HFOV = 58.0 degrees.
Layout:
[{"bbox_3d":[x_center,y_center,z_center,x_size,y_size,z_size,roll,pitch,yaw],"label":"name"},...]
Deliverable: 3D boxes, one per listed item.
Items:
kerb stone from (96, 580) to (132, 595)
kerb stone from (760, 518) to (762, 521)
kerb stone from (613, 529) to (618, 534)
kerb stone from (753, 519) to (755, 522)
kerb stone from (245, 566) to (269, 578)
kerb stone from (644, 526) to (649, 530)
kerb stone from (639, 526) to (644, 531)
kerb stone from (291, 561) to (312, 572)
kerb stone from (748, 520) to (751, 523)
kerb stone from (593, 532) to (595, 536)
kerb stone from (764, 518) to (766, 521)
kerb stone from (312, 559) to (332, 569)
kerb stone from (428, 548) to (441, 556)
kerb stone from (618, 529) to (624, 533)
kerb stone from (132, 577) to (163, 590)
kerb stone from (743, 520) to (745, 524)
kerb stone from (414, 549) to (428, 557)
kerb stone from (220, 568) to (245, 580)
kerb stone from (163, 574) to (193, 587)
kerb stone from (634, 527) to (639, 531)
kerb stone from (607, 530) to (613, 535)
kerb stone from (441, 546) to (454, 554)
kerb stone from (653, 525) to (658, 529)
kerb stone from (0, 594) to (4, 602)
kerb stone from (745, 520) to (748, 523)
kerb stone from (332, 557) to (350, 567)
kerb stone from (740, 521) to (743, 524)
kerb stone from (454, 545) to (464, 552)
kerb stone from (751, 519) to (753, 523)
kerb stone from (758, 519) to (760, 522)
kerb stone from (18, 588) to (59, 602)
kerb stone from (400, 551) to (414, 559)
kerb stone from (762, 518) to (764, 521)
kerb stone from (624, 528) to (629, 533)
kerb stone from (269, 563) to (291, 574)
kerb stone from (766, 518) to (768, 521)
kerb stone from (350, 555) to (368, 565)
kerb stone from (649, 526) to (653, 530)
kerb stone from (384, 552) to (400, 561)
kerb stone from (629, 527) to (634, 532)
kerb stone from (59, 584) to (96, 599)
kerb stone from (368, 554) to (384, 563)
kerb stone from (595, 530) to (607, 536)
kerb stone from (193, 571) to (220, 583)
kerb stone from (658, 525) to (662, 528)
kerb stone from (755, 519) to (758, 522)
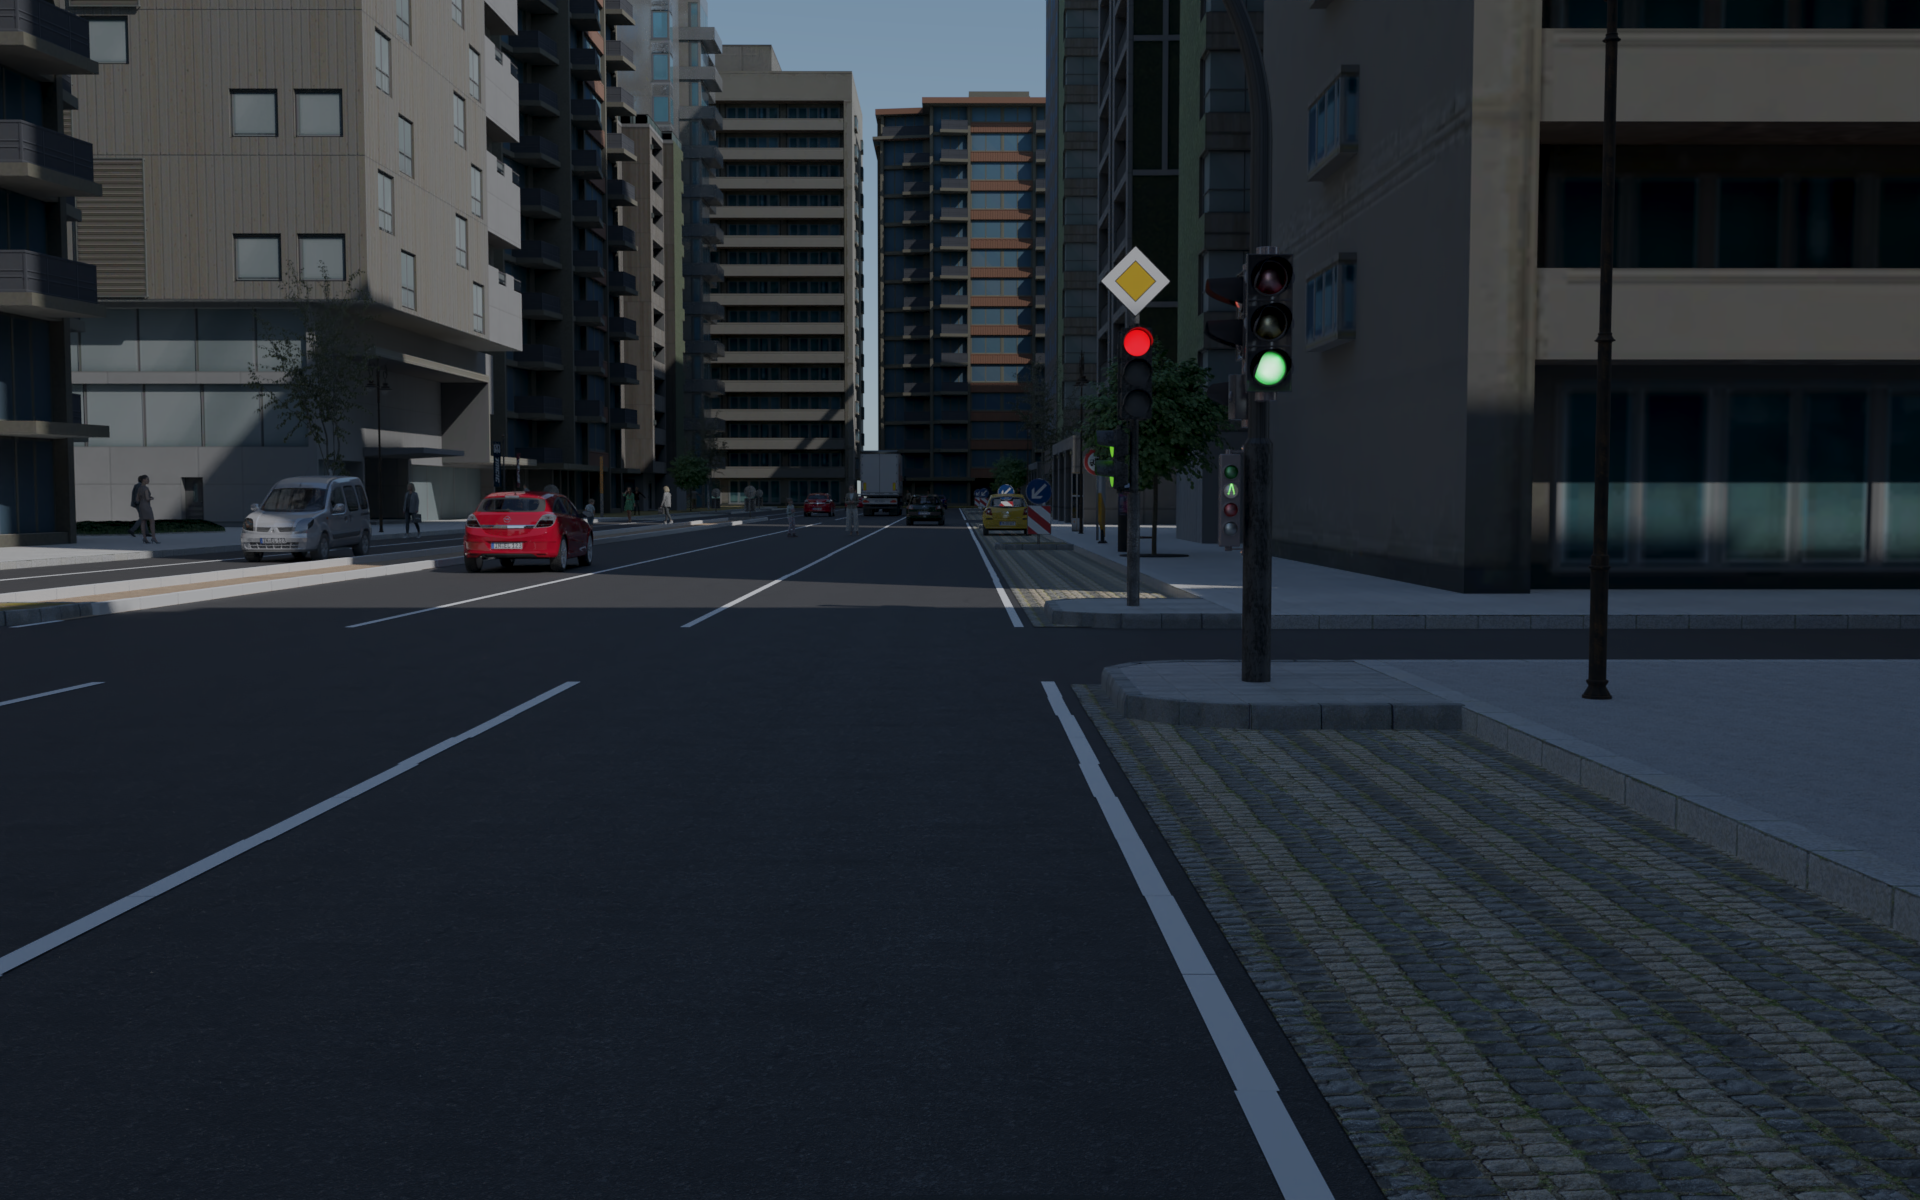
[{"bbox_3d":[-12.291,-0.171,24.994,0.120,0.150,1.000,0,4,0],"label":"kerb stone"},{"bbox_3d":[-10.482,-4.122,89.596,0.120,0.150,1.000,0,4,0],"label":"kerb stone"},{"bbox_3d":[-12.460,-2.430,61.920,0.120,0.150,1.000,0,4,0],"label":"kerb stone"},{"bbox_3d":[-10.465,-3.934,86.511,0.120,0.150,1.000,0,4,0],"label":"kerb stone"},{"bbox_3d":[-12.320,-0.484,30.125,0.120,0.150,1.000,0,4,0],"label":"kerb stone"},{"bbox_3d":[-12.482,-2.805,68.074,0.120,0.150,1.000,0,4,0],"label":"kerb stone"},{"bbox_3d":[-12.478,-2.739,67.052,0.120,0.150,1.000,0,4,0],"label":"kerb stone"},{"bbox_3d":[-12.324,-0.610,32.174,0.120,0.150,1.000,0,4,0],"label":"kerb stone"},{"bbox_3d":[-10.457,-3.809,84.467,0.120,0.150,1.000,0,4,0],"label":"kerb stone"},{"bbox_3d":[-12.436,-2.180,57.831,0.120,0.150,1.000,0,4,0],"label":"kerb stone"},{"bbox_3d":[-10.488,-4.248,91.649,0.120,0.150,1.000,0,4,0],"label":"kerb stone"},{"bbox_3d":[-12.333,-0.669,33.204,0.120,0.150,1.000,0,4,0],"label":"kerb stone"},{"bbox_3d":[-12.363,-1.113,40.390,0.120,0.150,1.000,0,4,0],"label":"kerb stone"},{"bbox_3d":[-12.452,-2.492,62.947,0.120,0.150,1.000,0,4,0],"label":"kerb stone"},{"bbox_3d":[-12.298,-0.234,26.017,0.120,0.150,1.000,0,4,0],"label":"kerb stone"},{"bbox_3d":[-10.455,-3.684,82.422,0.120,0.150,1.000,0,4,0],"label":"kerb stone"},{"bbox_3d":[-12.359,-1.047,39.359,0.120,0.150,1.000,0,4,0],"label":"kerb stone"},{"bbox_3d":[-12.315,-0.422,29.090,0.120,0.150,1.000,0,4,0],"label":"kerb stone"},{"bbox_3d":[-12.300,-0.294,27.039,0.120,0.150,1.000,0,4,0],"label":"kerb stone"},{"bbox_3d":[-12.476,-2.681,66.026,0.120,0.150,1.000,0,4,0],"label":"kerb stone"},{"bbox_3d":[-12.455,-2.367,60.898,0.120,0.150,1.000,0,4,0],"label":"kerb stone"},{"bbox_3d":[-12.375,-1.176,41.425,0.120,0.150,1.000,0,4,0],"label":"kerb stone"},{"bbox_3d":[-12.493,-2.931,70.118,0.120,0.150,1.000,0,4,0],"label":"kerb stone"},{"bbox_3d":[-12.279,0.019,21.907,0.120,0.150,1.000,0,4,0],"label":"kerb stone"},{"bbox_3d":[-10.457,-3.746,83.444,0.120,0.150,1.000,0,4,0],"label":"kerb stone"},{"bbox_3d":[-12.345,-0.736,34.235,0.120,0.150,1.000,0,4,0],"label":"kerb stone"},{"bbox_3d":[-10.445,-3.621,81.398,0.120,0.150,1.000,0,4,0],"label":"kerb stone"},{"bbox_3d":[-12.373,-1.239,42.447,0.120,0.150,1.000,0,4,0],"label":"kerb stone"},{"bbox_3d":[-10.461,-3.871,85.489,0.120,0.150,1.000,0,4,0],"label":"kerb stone"},{"bbox_3d":[-10.475,-4.056,88.569,0.120,0.150,1.000,0,4,0],"label":"kerb stone"},{"bbox_3d":[-12.286,-0.044,22.930,0.120,0.150,1.000,0,4,0],"label":"kerb stone"},{"bbox_3d":[-12.355,-0.987,38.336,0.120,0.150,1.000,0,4,0],"label":"kerb stone"},{"bbox_3d":[-10.485,-4.180,90.626,0.120,0.150,1.000,0,4,0],"label":"kerb stone"},{"bbox_3d":[-12.476,-2.556,63.981,0.120,0.150,1.000,0,4,0],"label":"kerb stone"},{"bbox_3d":[-12.327,-0.547,31.147,0.120,0.150,1.000,0,4,0],"label":"kerb stone"},{"bbox_3d":[-10.504,-4.311,92.675,0.120,0.150,1.000,0,4,0],"label":"kerb stone"},{"bbox_3d":[-12.333,-0.799,35.263,0.120,0.150,1.000,0,4,0],"label":"kerb stone"},{"bbox_3d":[-12.489,-2.869,69.096,0.120,0.150,1.000,0,4,0],"label":"kerb stone"},{"bbox_3d":[-12.345,-0.924,37.313,0.120,0.150,1.000,0,4,0],"label":"kerb stone"},{"bbox_3d":[-12.464,-2.618,65.004,0.120,0.150,1.000,0,4,0],"label":"kerb stone"},{"bbox_3d":[-12.294,-0.108,23.965,0.120,0.150,1.000,0,4,0],"label":"kerb stone"},{"bbox_3d":[-12.344,-0.862,36.285,0.120,0.150,1.000,0,4,0],"label":"kerb stone"},{"bbox_3d":[-12.448,-2.305,59.876,0.120,0.150,1.000,0,4,0],"label":"kerb stone"},{"bbox_3d":[-12.305,-0.357,28.061,0.120,0.150,1.000,0,4,0],"label":"kerb stone"},{"bbox_3d":[-12.495,-2.993,71.141,0.120,0.150,1.000,0,4,0],"label":"kerb stone"},{"bbox_3d":[-10.470,-3.997,87.541,0.120,0.150,1.000,0,4,0],"label":"kerb stone"}]
